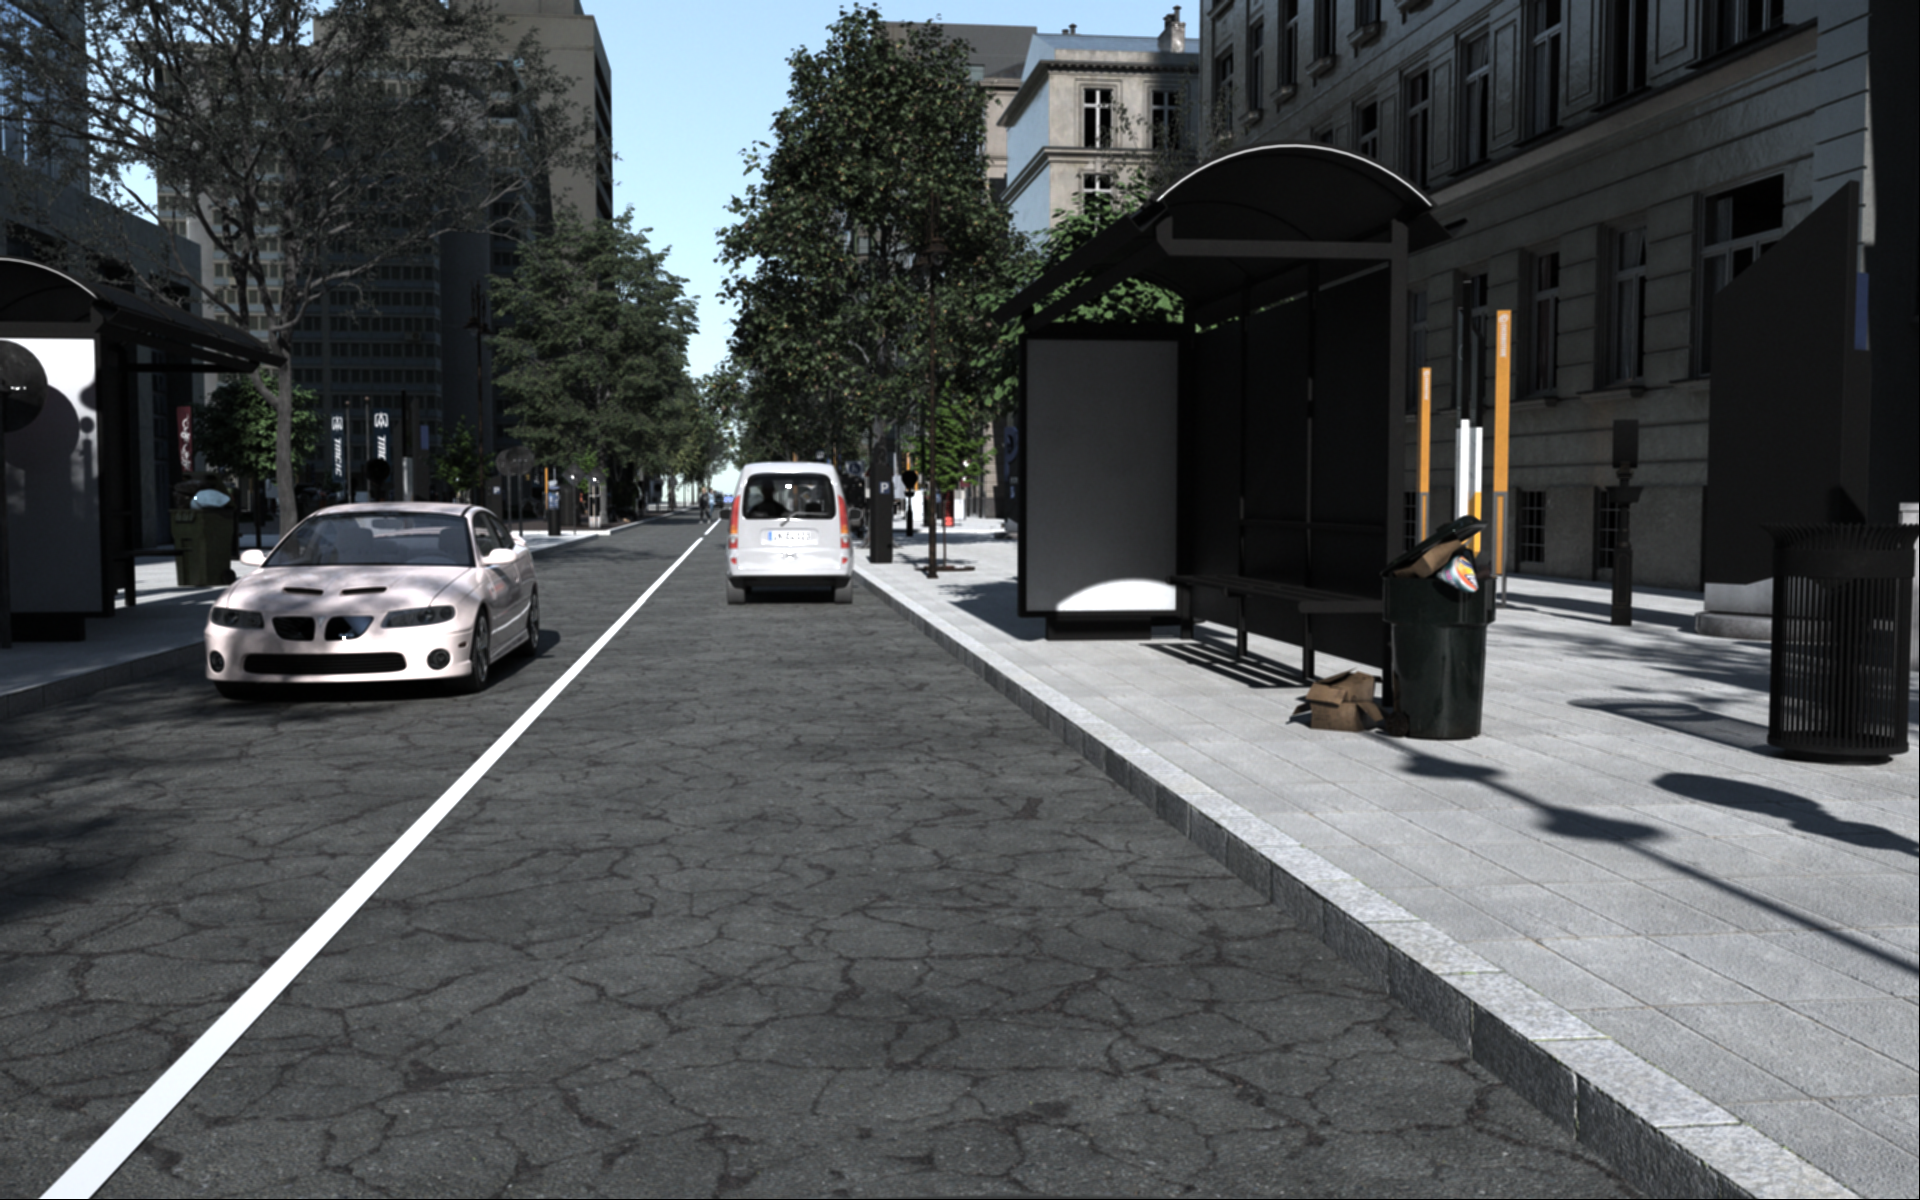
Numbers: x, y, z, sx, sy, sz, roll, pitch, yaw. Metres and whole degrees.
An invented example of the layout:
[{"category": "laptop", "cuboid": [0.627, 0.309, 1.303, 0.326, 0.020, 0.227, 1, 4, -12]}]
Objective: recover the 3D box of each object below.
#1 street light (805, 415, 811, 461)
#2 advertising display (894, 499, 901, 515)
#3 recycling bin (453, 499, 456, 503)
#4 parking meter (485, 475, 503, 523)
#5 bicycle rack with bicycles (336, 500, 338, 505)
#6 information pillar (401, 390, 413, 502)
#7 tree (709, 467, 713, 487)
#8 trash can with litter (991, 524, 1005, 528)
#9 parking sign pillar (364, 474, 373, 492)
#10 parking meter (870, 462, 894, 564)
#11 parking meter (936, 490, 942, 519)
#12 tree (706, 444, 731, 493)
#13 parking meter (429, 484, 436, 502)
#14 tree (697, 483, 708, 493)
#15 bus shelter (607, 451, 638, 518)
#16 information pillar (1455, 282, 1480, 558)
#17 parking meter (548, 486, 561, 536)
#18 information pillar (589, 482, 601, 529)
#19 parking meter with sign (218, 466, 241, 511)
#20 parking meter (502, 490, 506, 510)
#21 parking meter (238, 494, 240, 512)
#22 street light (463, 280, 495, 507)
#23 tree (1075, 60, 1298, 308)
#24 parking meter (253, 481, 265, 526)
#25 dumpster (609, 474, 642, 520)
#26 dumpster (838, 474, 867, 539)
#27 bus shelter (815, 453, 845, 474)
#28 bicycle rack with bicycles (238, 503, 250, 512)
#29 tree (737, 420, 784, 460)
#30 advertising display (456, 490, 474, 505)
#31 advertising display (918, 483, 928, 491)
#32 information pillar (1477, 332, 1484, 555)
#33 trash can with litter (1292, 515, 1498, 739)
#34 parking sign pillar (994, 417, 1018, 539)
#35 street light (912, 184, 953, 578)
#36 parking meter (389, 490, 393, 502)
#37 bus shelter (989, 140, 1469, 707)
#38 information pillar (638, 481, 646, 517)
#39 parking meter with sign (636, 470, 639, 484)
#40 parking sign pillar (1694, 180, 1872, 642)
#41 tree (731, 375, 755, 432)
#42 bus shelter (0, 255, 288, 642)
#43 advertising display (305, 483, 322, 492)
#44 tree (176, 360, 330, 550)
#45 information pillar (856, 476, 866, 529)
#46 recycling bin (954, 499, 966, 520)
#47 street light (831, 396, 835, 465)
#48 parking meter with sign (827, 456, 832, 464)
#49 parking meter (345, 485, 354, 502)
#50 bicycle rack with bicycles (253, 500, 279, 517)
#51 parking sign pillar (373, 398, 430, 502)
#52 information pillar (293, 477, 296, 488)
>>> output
[{"category": "street light", "cuboid": [-7.110, -6.571, 80.217, 0.468, 5.910, 1.993, 0, 4, -7]}, {"category": "advertising display", "cuboid": [-4.101, -6.268, 107.700, 0.974, 1.923, 0.123, -3, 4, -38]}, {"category": "recycling bin", "cuboid": [-28.060, -5.189, 97.402, 0.722, 1.027, 0.722, -2, 4, -35]}, {"category": "parking meter", "cuboid": [-14.187, -2.886, 52.898, 0.399, 1.863, 0.255, -2, 4, -27]}, {"category": "bicycle rack with bicycles", "cuboid": [-37.521, -5.562, 104.328, 2.925, 0.926, 2.852, 2, 4, 26]}, {"category": "information pillar", "cuboid": [-12.471, -2.920, 39.101, 0.183, 3.616, 0.504, 0, 4, -2]}, {"category": "tree", "cuboid": [-40.068, -19.548, 269.973, 4.360, 8.622, 3.978, 0, 3, 0]}, {"category": "trash can with litter", "cuboid": [2.176, -3.351, 65.843, 2.233, 1.210, 1.678, 3, 5, 42]}, {"category": "parking sign pillar", "cuboid": [-44.185, -8.669, 130.213, 1.447, 3.967, 1.447, 2, 4, 31]}, {"category": "parking meter", "cuboid": [-1.449, -1.614, 32.105, 0.399, 1.863, 0.255, -2, 4, -32]}, {"category": "parking meter", "cuboid": [-1.023, -4.873, 88.080, 0.372, 1.533, 0.369, 0, 3, 0]}, {"category": "tree", "cuboid": [-41.388, -22.029, 285.923, 9.928, 11.665, 9.643, 0, 3, 0]}, {"category": "parking meter", "cuboid": [-30.738, -5.814, 100.766, 0.399, 1.863, 0.255, -2, 4, -30]}, {"category": "tree", "cuboid": [-38.987, -16.410, 262.906, 1.663, 3.219, 1.824, 0, 3, 0]}, {"category": "bus shelter", "cuboid": [-18.925, -6.451, 96.750, 1.731, 3.624, 6.357, 0, 4, -7]}, {"category": "information pillar", "cuboid": [5.661, -1.716, 19.403, 0.183, 3.616, 0.504, 1, 4, 18]}, {"category": "parking meter", "cuboid": [-12.423, -2.728, 53.018, 0.372, 1.533, 0.369, 0, 3, 0]}, {"category": "information pillar", "cuboid": [-13.497, -3.637, 63.960, 0.304, 2.012, 0.304, 3, 5, 43]}, {"category": "parking meter with sign", "cuboid": [-47.296, -7.083, 112.067, 1.738, 3.016, 0.543, 1, 4, 13]}, {"category": "parking meter", "cuboid": [-32.286, -6.969, 122.359, 0.372, 1.533, 0.369, 0, 3, 0]}, {"category": "parking meter", "cuboid": [-48.701, -6.624, 116.715, 0.372, 1.533, 0.369, 0, 3, 0]}, {"category": "street light", "cuboid": [-10.395, -3.960, 37.541, 0.468, 5.910, 1.993, 0, 4, -7]}, {"category": "tree", "cuboid": [3.807, -4.906, 30.578, 4.360, 8.622, 3.978, 0, 3, 0]}, {"category": "parking meter", "cuboid": [-27.917, -3.872, 69.019, 0.255, 1.863, 0.399, 3, 5, 40]}, {"category": "dumpster", "cuboid": [-16.421, -5.042, 84.937, 1.502, 2.255, 1.985, 0, 4, -7]}, {"category": "dumpster", "cuboid": [-3.323, -2.688, 49.712, 1.264, 1.857, 1.865, 0, 4, -7]}, {"category": "bus shelter", "cuboid": [-6.951, -5.775, 88.347, 2.014, 3.302, 5.546, 0, 4, -7]}, {"category": "bicycle rack with bicycles", "cuboid": [-50.086, -6.801, 124.580, 2.852, 0.926, 2.925, -2, 4, -29]}, {"category": "tree", "cuboid": [-19.405, -15.926, 178.524, 7.486, 12.596, 7.792, 0, 3, 0]}, {"category": "advertising display", "cuboid": [-17.420, -3.409, 60.949, 0.974, 1.923, 0.123, 3, 5, 41]}, {"category": "advertising display", "cuboid": [-2.315, -6.031, 103.819, 0.974, 1.923, 0.123, 3, 4, 36]}, {"category": "information pillar", "cuboid": [6.365, -1.856, 21.698, 0.183, 3.616, 0.504, -1, 4, -15]}, {"category": "trash can with litter", "cuboid": [2.307, 0.130, 9.264, 1.055, 1.170, 0.624, 2, 4, 33]}, {"category": "parking sign pillar", "cuboid": [1.698, -3.751, 49.805, 1.447, 3.967, 1.447, -1, 4, -18]}, {"category": "street light", "cuboid": [-0.419, -3.269, 26.230, 0.468, 5.910, 1.993, 0, 4, -7]}, {"category": "parking meter", "cuboid": [-38.147, -6.606, 116.415, 0.372, 1.533, 0.369, 0, 3, 0]}, {"category": "bus shelter", "cuboid": [1.596, -1.147, 12.683, 2.014, 3.302, 5.546, 0, 4, -7]}, {"category": "information pillar", "cuboid": [-17.646, -5.601, 96.061, 0.304, 2.012, 0.304, 1, 4, 14]}, {"category": "parking meter with sign", "cuboid": [-23.082, -7.779, 123.448, 0.543, 3.016, 1.738, 1, 4, 12]}, {"category": "parking sign pillar", "cuboid": [7.456, -1.660, 15.613, 1.447, 3.967, 1.447, -2, 4, -32]}, {"category": "tree", "cuboid": [-29.688, -24.568, 257.571, 12.611, 20.169, 13.585, 0, 3, 0]}, {"category": "bus shelter", "cuboid": [-8.505, -1.439, 17.444, 2.014, 3.302, 5.546, 0, 4, -7]}, {"category": "advertising display", "cuboid": [-36.610, -5.683, 98.124, 0.974, 1.923, 0.123, 0, 4, 1]}, {"category": "tree", "cuboid": [-16.309, -3.465, 40.374, 4.285, 4.588, 4.351, 0, 3, 0]}, {"category": "information pillar", "cuboid": [-3.643, -3.587, 63.139, 0.304, 2.012, 0.304, 3, 4, 36]}, {"category": "recycling bin", "cuboid": [-0.114, -4.407, 84.602, 0.722, 1.027, 0.722, 1, 4, 9]}, {"category": "street light", "cuboid": [-4.020, -5.016, 54.795, 0.468, 5.910, 1.993, 0, 4, -7]}, {"category": "parking meter with sign", "cuboid": [-5.895, -5.123, 80.025, 0.543, 3.016, 1.738, 0, 4, -7]}, {"category": "parking meter", "cuboid": [-32.191, -5.235, 91.296, 0.399, 1.863, 0.255, 1, 4, 15]}, {"category": "bicycle rack with bicycles", "cuboid": [-38.956, -5.277, 99.658, 2.925, 0.926, 2.852, -1, 4, -16]}, {"category": "parking sign pillar", "cuboid": [-15.580, -3.713, 49.183, 1.447, 3.967, 1.447, 3, 5, 45]}, {"category": "information pillar", "cuboid": [-29.480, -4.401, 76.444, 0.304, 2.012, 0.304, -1, 4, -10]}]
